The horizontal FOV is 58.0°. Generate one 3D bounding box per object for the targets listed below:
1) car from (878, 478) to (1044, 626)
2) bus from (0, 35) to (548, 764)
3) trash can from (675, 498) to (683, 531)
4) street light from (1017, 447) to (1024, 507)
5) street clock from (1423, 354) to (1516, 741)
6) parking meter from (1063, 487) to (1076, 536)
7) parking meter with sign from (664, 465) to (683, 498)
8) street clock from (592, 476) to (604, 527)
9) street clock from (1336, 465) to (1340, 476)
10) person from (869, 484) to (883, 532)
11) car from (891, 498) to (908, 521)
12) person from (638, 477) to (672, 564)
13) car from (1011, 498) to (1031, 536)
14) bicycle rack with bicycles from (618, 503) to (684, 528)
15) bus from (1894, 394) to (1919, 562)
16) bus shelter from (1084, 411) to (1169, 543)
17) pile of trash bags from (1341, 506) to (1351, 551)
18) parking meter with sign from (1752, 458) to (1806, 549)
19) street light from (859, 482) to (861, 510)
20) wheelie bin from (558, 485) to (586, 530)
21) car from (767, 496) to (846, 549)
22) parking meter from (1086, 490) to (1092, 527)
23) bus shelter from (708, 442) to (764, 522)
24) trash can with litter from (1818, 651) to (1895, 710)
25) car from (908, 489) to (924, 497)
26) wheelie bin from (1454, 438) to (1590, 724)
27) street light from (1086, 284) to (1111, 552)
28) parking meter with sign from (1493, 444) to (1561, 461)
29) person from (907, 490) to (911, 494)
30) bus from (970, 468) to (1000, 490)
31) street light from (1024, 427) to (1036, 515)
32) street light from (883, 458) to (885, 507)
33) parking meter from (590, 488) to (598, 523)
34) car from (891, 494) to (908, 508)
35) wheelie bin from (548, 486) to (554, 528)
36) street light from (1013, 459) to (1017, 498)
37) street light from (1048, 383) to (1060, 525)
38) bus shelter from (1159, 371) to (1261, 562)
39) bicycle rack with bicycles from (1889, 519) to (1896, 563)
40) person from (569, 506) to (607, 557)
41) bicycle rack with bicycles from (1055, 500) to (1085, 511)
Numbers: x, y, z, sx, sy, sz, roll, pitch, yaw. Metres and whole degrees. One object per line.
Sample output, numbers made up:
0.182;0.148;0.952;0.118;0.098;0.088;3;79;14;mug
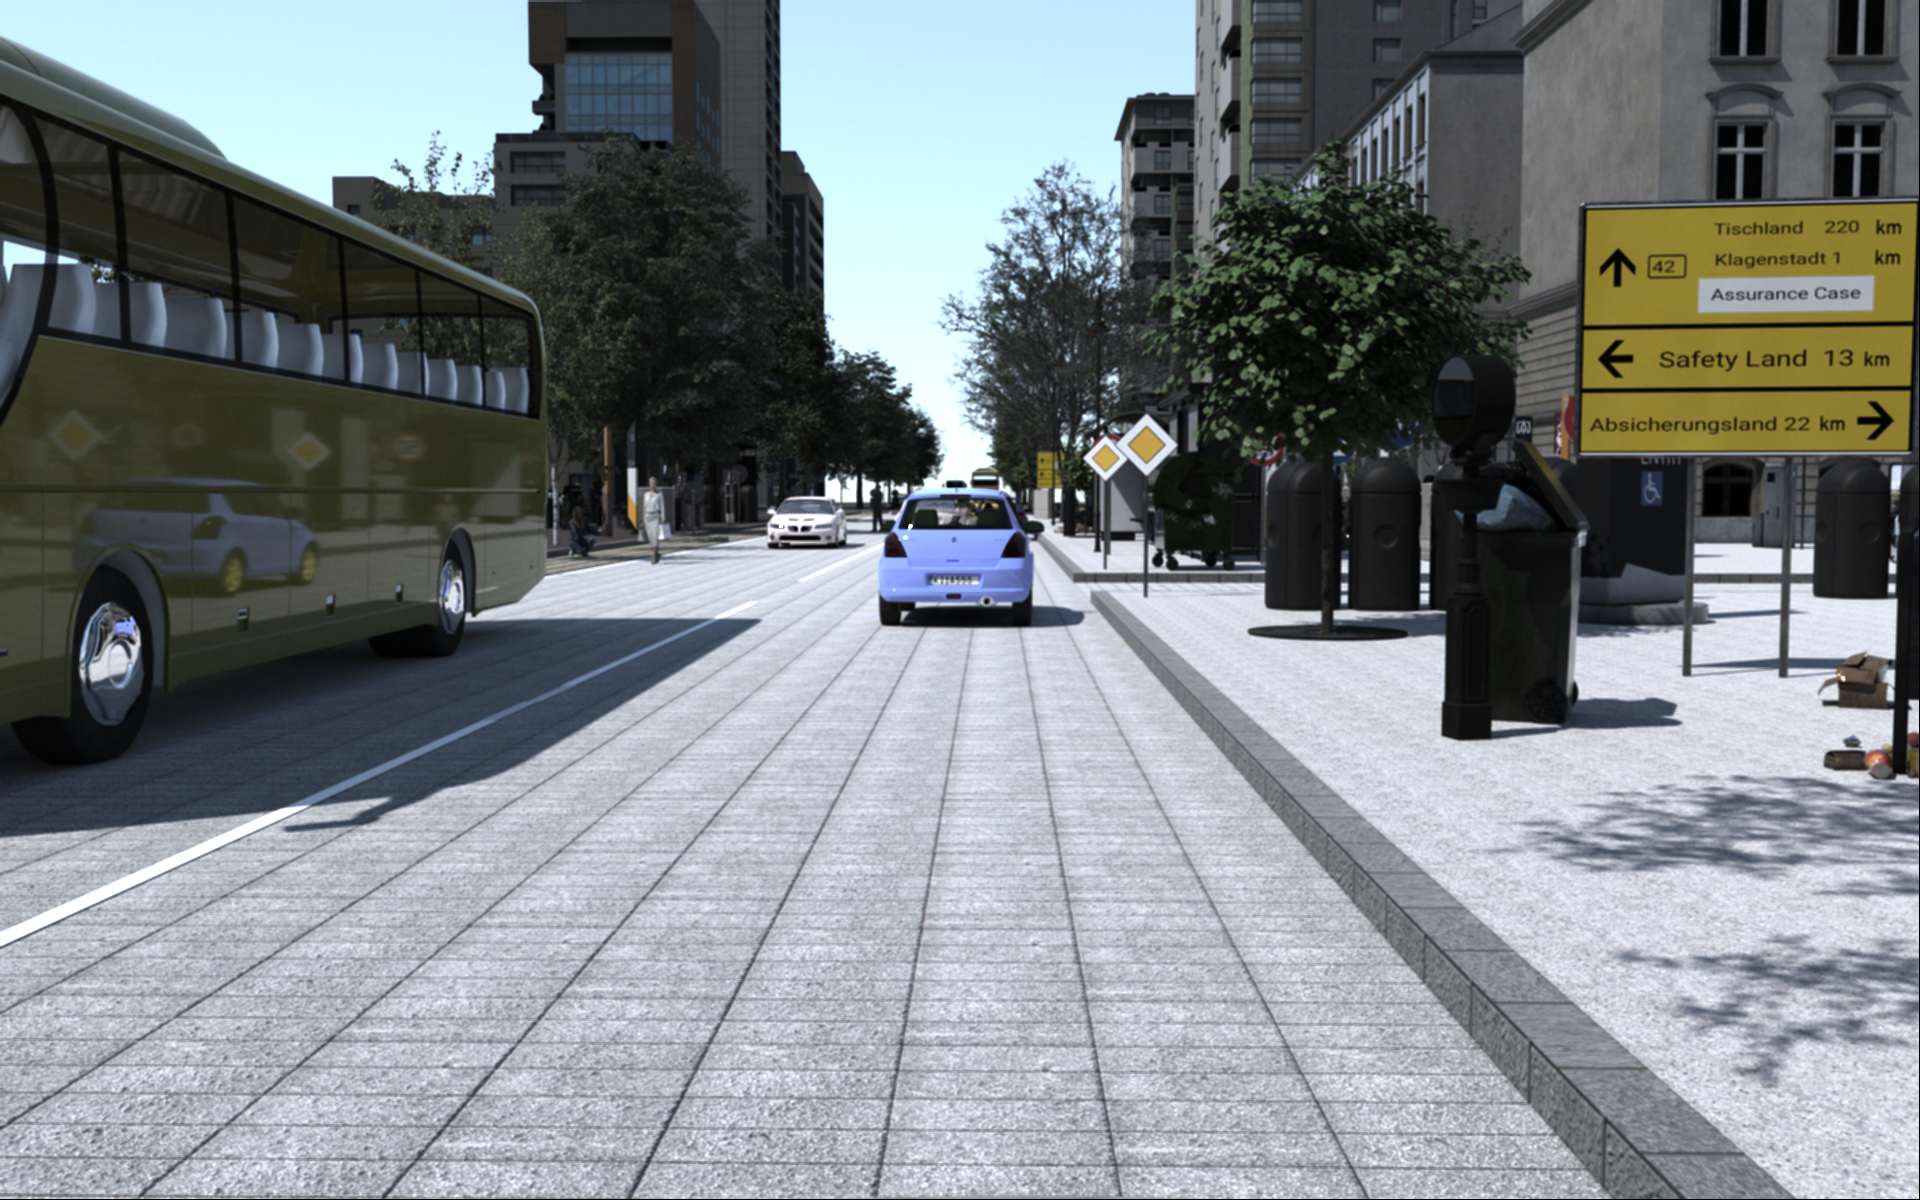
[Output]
0.013;-0.649;20.199;1.945;1.707;3.694;0;4;2;car
-5.697;-1.278;12.444;2.896;3.916;12.252;0;4;0;bus
-9.938;-2.946;59.825;0.748;1.137;0.748;0;3;0;trash can
5.360;-10.717;148.005;0.468;5.910;1.993;0;4;1;street light
2.665;-0.274;9.056;0.358;2.002;0.471;-1;4;-13;street clock
3.333;-2.704;52.625;0.372;1.533;0.369;0;3;0;parking meter
-16.931;-6.620;104.505;1.738;3.016;0.543;-2;4;-25;parking meter with sign
-14.286;-3.911;68.509;0.471;2.002;0.358;-3;4;-39;street clock
7.400;-1.856;34.908;0.471;2.002;0.358;1;4;21;street clock
-3.196;-3.495;65.816;0.590;1.801;0.661;1;4;18;person
-0.729;-1.931;43.928;2.083;1.381;4.827;0;4;0;car
-6.254;-1.638;35.630;0.694;1.780;0.624;2;4;31;person
1.267;-2.561;54.454;1.945;1.354;3.894;0;4;2;car
-12.032;-3.238;66.331;2.852;0.926;2.925;2;4;29;bicycle rack with bicycles
20.296;-1.881;25.617;13.247;3.499;2.948;0;4;3;bus
4.345;-3.114;44.830;2.014;3.302;5.546;0;4;1;bus shelter
10.180;-1.811;39.357;3.447;1.369;1.912;1;4;14;pile of trash bags
19.434;-2.735;40.977;0.543;3.016;1.738;-1;4;-9;parking meter with sign
-8.053;-10.194;139.464;0.468;5.910;1.993;0;4;1;street light
-13.830;-3.310;62.021;0.980;1.594;0.693;-3;5;-41;wheelie bin
-4.121;-2.125;47.098;2.083;1.381;4.827;0;4;1;car
5.014;-3.574;66.848;0.372;1.533;0.369;0;3;0;parking meter
-10.465;-5.508;81.343;1.731;3.624;6.357;0;4;1;bus shelter
5.688;0.069;10.261;1.055;1.170;0.624;2;4;26;trash can with litter
-2.363;-6.724;118.615;2.281;1.827;5.304;0;4;3;car
3.212;-0.124;9.929;0.693;1.594;0.980;2;4;25;wheelie bin
3.059;-4.008;38.318;0.468;5.910;1.993;0;4;1;street light
10.824;-2.207;32.345;1.738;3.016;0.543;0;4;7;parking meter with sign
-5.126;-10.209;175.423;1.348;1.823;0.705;0;4;0;person
2.367;-10.553;164.087;2.896;3.916;12.252;0;4;1;bus
4.705;-8.730;115.518;0.468;5.910;1.993;0;4;1;street light
-7.544;-12.181;171.954;0.468;5.910;1.993;0;4;1;street light
-16.151;-4.160;76.430;0.372;1.533;0.369;0;3;0;parking meter
-5.444;-9.389;162.301;1.959;1.807;4.718;0;4;3;car
-15.219;-3.482;64.833;0.693;1.594;0.980;-1;4;-23;wheelie bin
6.012;-12.716;180.697;0.468;5.910;1.993;0;4;1;street light
3.829;-5.995;70.802;0.468;5.910;1.993;0;4;1;street light
5.450;-3.618;36.792;2.179;5.291;8.768;0;4;1;bus shelter
18.293;-1.208;33.134;2.852;0.926;2.925;0;4;-2;bicycle rack with bicycles
-8.468;-1.540;39.172;0.738;1.151;1.012;3;5;44;person
6.795;-5.523;103.687;2.925;0.926;2.852;1;4;15;bicycle rack with bicycles
